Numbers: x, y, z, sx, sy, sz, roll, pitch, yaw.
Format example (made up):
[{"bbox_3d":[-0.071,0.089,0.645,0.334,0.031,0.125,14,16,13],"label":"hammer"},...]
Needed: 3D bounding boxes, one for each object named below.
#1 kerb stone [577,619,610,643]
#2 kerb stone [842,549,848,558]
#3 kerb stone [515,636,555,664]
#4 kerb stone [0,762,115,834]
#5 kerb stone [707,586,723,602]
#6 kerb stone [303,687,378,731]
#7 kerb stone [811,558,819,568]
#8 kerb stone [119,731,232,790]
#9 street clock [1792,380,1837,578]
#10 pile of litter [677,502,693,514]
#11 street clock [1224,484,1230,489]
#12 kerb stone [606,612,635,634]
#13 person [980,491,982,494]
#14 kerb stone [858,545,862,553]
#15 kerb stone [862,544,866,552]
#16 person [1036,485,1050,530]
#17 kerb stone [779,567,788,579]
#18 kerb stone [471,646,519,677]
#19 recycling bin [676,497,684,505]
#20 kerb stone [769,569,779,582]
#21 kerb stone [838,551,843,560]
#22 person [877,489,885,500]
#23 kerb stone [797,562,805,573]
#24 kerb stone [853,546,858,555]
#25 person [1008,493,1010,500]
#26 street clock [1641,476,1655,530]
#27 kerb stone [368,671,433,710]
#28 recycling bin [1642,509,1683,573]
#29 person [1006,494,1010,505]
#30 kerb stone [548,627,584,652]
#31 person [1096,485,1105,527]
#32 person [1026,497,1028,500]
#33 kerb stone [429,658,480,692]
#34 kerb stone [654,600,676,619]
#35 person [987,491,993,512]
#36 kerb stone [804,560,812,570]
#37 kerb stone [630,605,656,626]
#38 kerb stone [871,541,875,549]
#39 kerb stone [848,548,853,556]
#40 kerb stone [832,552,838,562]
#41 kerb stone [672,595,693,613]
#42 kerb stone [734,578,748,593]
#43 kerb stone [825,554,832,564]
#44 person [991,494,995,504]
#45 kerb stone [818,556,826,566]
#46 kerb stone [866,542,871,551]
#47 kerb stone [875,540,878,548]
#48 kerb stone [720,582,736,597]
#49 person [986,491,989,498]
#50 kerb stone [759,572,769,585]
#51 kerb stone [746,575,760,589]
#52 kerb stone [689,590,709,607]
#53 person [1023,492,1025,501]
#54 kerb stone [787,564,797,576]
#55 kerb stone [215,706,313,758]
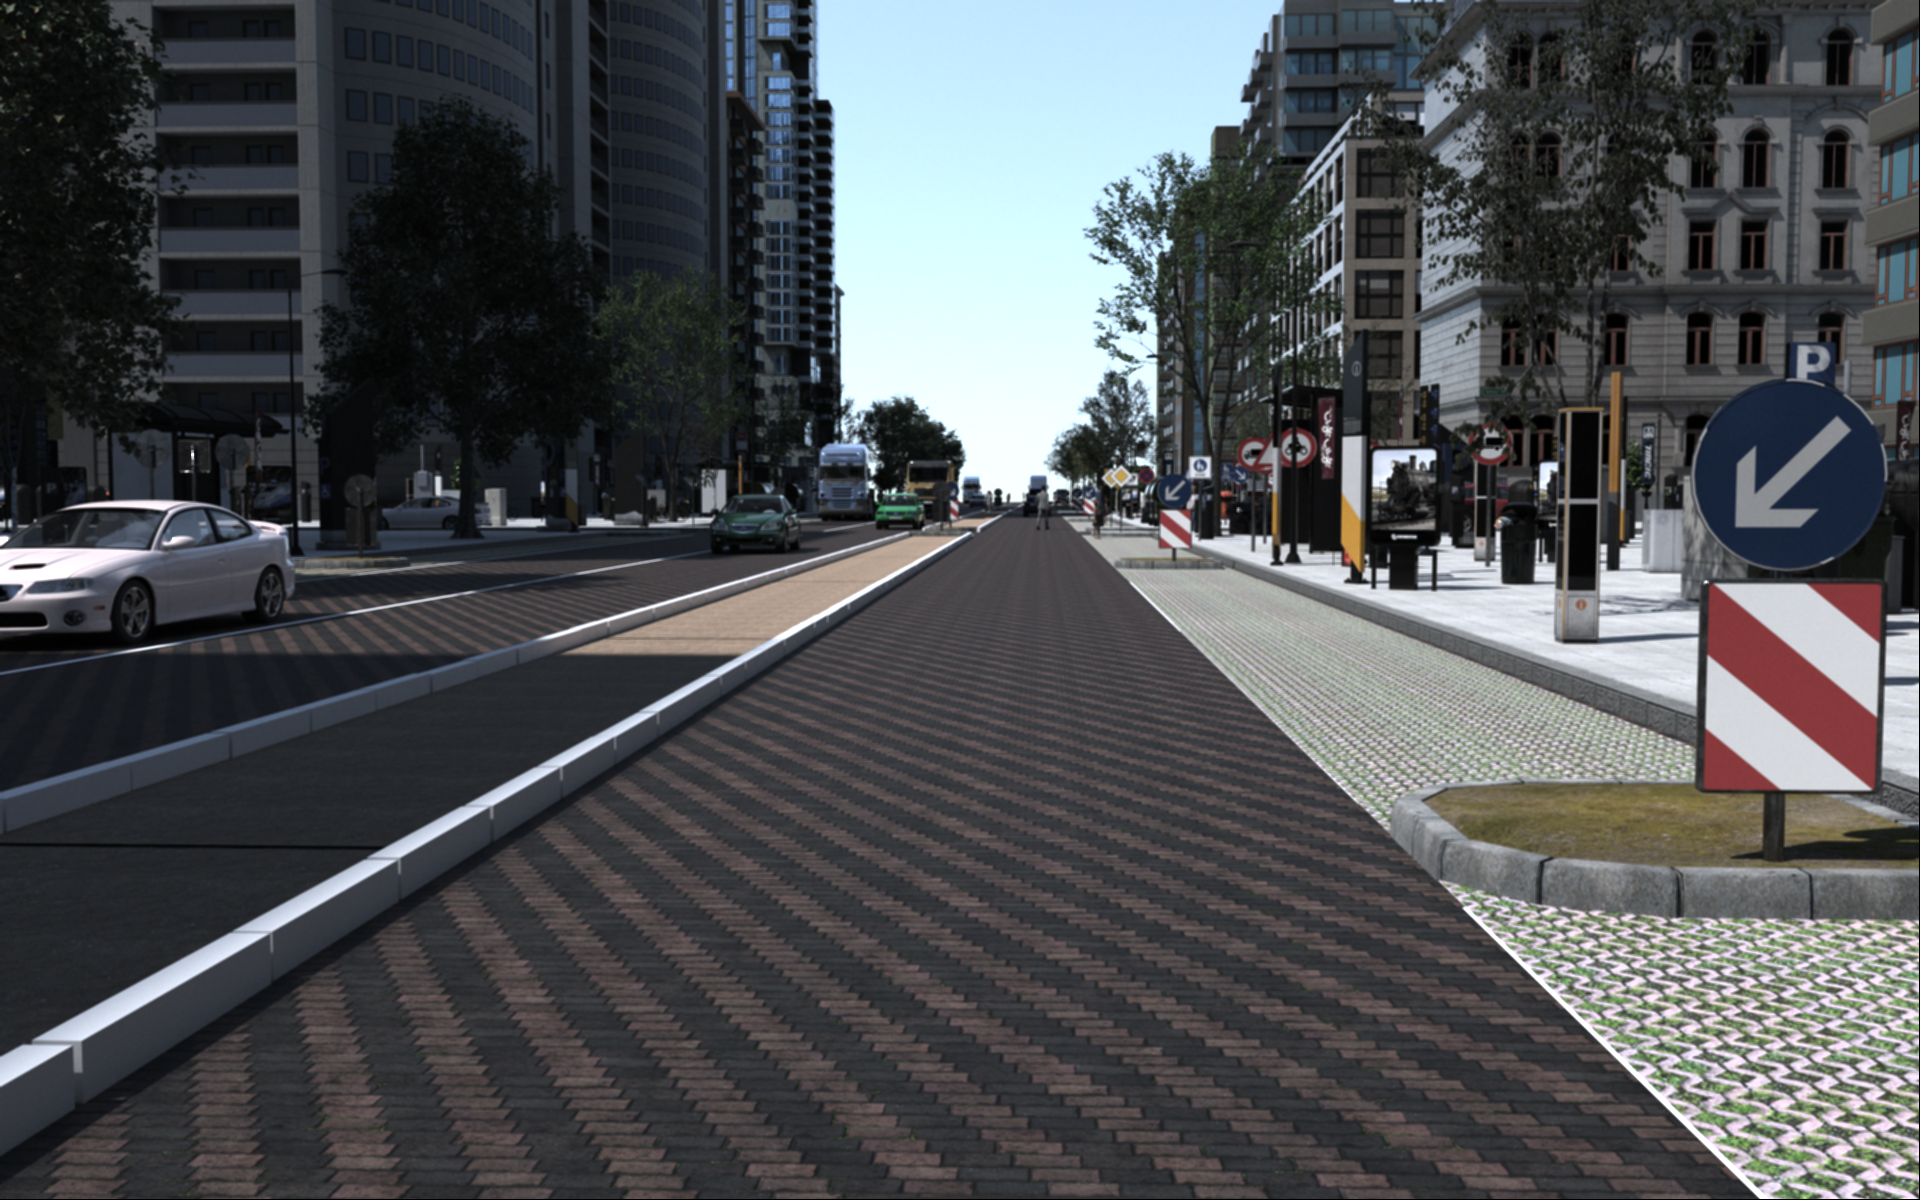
[{"bbox_3d":[-3.641,0.318,16.991,0.120,0.150,1.000,0,4,3],"label":"kerb stone"},{"bbox_3d":[-2.650,-0.996,38.479,0.120,0.150,1.000,0,4,3],"label":"kerb stone"},{"bbox_3d":[-3.719,0.449,14.948,0.120,0.150,1.000,0,4,3],"label":"kerb stone"},{"bbox_3d":[-4.052,0.881,7.793,0.120,0.150,1.000,0,4,3],"label":"kerb stone"},{"bbox_3d":[-3.346,-0.057,23.122,0.120,0.150,1.000,0,4,3],"label":"kerb stone"},{"bbox_3d":[-3.914,0.694,10.859,0.120,0.150,1.000,0,4,3],"label":"kerb stone"},{"bbox_3d":[-2.889,-0.683,33.369,0.120,0.150,1.000,0,4,3],"label":"kerb stone"},{"bbox_3d":[-4.012,0.822,8.815,0.120,0.150,1.000,0,4,3],"label":"kerb stone"},{"bbox_3d":[5.440,-0.405,11.188,0.471,2.002,0.358,0,4,6],"label":"street clock"},{"bbox_3d":[-17.878,-5.928,110.894,1.719,0.858,1.176,-1,4,-9],"label":"pile of litter"},{"bbox_3d":[18.335,-6.984,118.761,0.471,2.002,0.358,2,4,32],"label":"street clock"},{"bbox_3d":[-3.584,0.256,18.013,0.120,0.150,1.000,0,4,3],"label":"kerb stone"},{"bbox_3d":[2.904,-14.166,240.106,0.705,1.826,1.348,-1,4,-21],"label":"person"},{"bbox_3d":[-2.521,-1.184,41.549,0.120,0.150,1.000,0,4,3],"label":"kerb stone"},{"bbox_3d":[-2.471,-1.246,42.572,0.120,0.150,1.000,0,4,3],"label":"kerb stone"},{"bbox_3d":[3.317,-3.711,69.443,0.678,1.792,0.850,2,4,29],"label":"person"},{"bbox_3d":[-3.079,-0.430,29.271,0.120,0.150,1.000,0,4,3],"label":"kerb stone"},{"bbox_3d":[-3.774,0.508,13.927,0.120,0.150,1.000,0,4,3],"label":"kerb stone"},{"bbox_3d":[-21.265,-7.242,130.964,0.722,1.027,0.722,-3,5,-42],"label":"recycling bin"},{"bbox_3d":[-3.121,-0.370,28.250,0.120,0.150,1.000,0,4,3],"label":"kerb stone"},{"bbox_3d":[-2.701,-0.933,37.458,0.120,0.150,1.000,0,4,3],"label":"kerb stone"},{"bbox_3d":[-6.525,-8.337,144.770,1.348,1.831,0.705,3,5,43],"label":"person"},{"bbox_3d":[-2.981,-0.558,31.325,0.120,0.150,1.000,0,4,3],"label":"kerb stone"},{"bbox_3d":[-2.560,-1.118,40.527,0.120,0.150,1.000,0,4,3],"label":"kerb stone"},{"bbox_3d":[7.781,-16.032,272.096,0.415,1.643,0.593,-1,4,-16],"label":"person"},{"bbox_3d":[22.674,-3.220,57.210,0.471,2.002,0.358,0,4,-7],"label":"street clock"},{"bbox_3d":[-3.870,0.631,11.883,0.120,0.150,1.000,0,4,3],"label":"kerb stone"},{"bbox_3d":[11.608,-0.966,28.342,0.722,1.027,0.722,1,4,10],"label":"recycling bin"},{"bbox_3d":[6.513,-13.712,235.957,1.065,1.426,0.557,3,5,45],"label":"person"},{"bbox_3d":[-3.681,0.386,15.970,0.120,0.150,1.000,0,4,3],"label":"kerb stone"},{"bbox_3d":[5.725,-3.783,70.542,0.419,1.800,0.721,-1,4,-8],"label":"person"},{"bbox_3d":[10.342,-15.717,266.945,0.415,1.643,0.593,2,4,26],"label":"person"},{"bbox_3d":[-3.815,0.577,12.906,0.120,0.150,1.000,0,4,3],"label":"kerb stone"},{"bbox_3d":[-3.488,0.131,20.059,0.120,0.150,1.000,0,4,3],"label":"kerb stone"},{"bbox_3d":[2.320,-7.751,136.227,0.522,1.701,0.512,-2,4,-24],"label":"person"},{"bbox_3d":[-2.931,-0.620,32.348,0.120,0.150,1.000,0,4,3],"label":"kerb stone"},{"bbox_3d":[-3.542,0.193,19.036,0.120,0.150,1.000,0,4,3],"label":"kerb stone"},{"bbox_3d":[-2.366,-1.368,44.614,0.120,0.150,1.000,0,4,3],"label":"kerb stone"},{"bbox_3d":[-2.610,-1.058,39.500,0.120,0.150,1.000,0,4,3],"label":"kerb stone"},{"bbox_3d":[-2.744,-0.871,36.436,0.120,0.150,1.000,0,4,3],"label":"kerb stone"},{"bbox_3d":[-3.443,0.068,21.080,0.120,0.150,1.000,0,4,3],"label":"kerb stone"},{"bbox_3d":[-3.262,-0.182,25.170,0.120,0.150,1.000,0,4,3],"label":"kerb stone"},{"bbox_3d":[-2.795,-0.807,35.412,0.120,0.150,1.000,0,4,3],"label":"kerb stone"},{"bbox_3d":[4.694,-15.461,261.989,1.217,1.736,0.721,-1,4,-12],"label":"person"},{"bbox_3d":[-2.838,-0.746,34.390,0.120,0.150,1.000,0,4,3],"label":"kerb stone"},{"bbox_3d":[-2.419,-1.309,43.593,0.120,0.150,1.000,0,4,3],"label":"kerb stone"},{"bbox_3d":[-2.324,-1.434,45.635,0.120,0.150,1.000,0,4,3],"label":"kerb stone"},{"bbox_3d":[-3.307,-0.119,24.146,0.120,0.150,1.000,0,4,3],"label":"kerb stone"},{"bbox_3d":[3.740,-13.384,227.192,0.599,1.838,0.709,-1,4,-19],"label":"person"},{"bbox_3d":[-3.173,-0.305,27.220,0.120,0.150,1.000,0,4,3],"label":"kerb stone"},{"bbox_3d":[-3.210,-0.244,26.198,0.120,0.150,1.000,0,4,3],"label":"kerb stone"},{"bbox_3d":[-3.396,0.006,22.101,0.120,0.150,1.000,0,4,3],"label":"kerb stone"},{"bbox_3d":[10.434,-16.617,281.009,0.721,1.723,1.217,0,4,1],"label":"person"},{"bbox_3d":[-3.020,-0.496,30.304,0.120,0.150,1.000,0,4,3],"label":"kerb stone"},{"bbox_3d":[-3.960,0.756,9.838,0.120,0.150,1.000,0,4,3],"label":"kerb stone"}]
